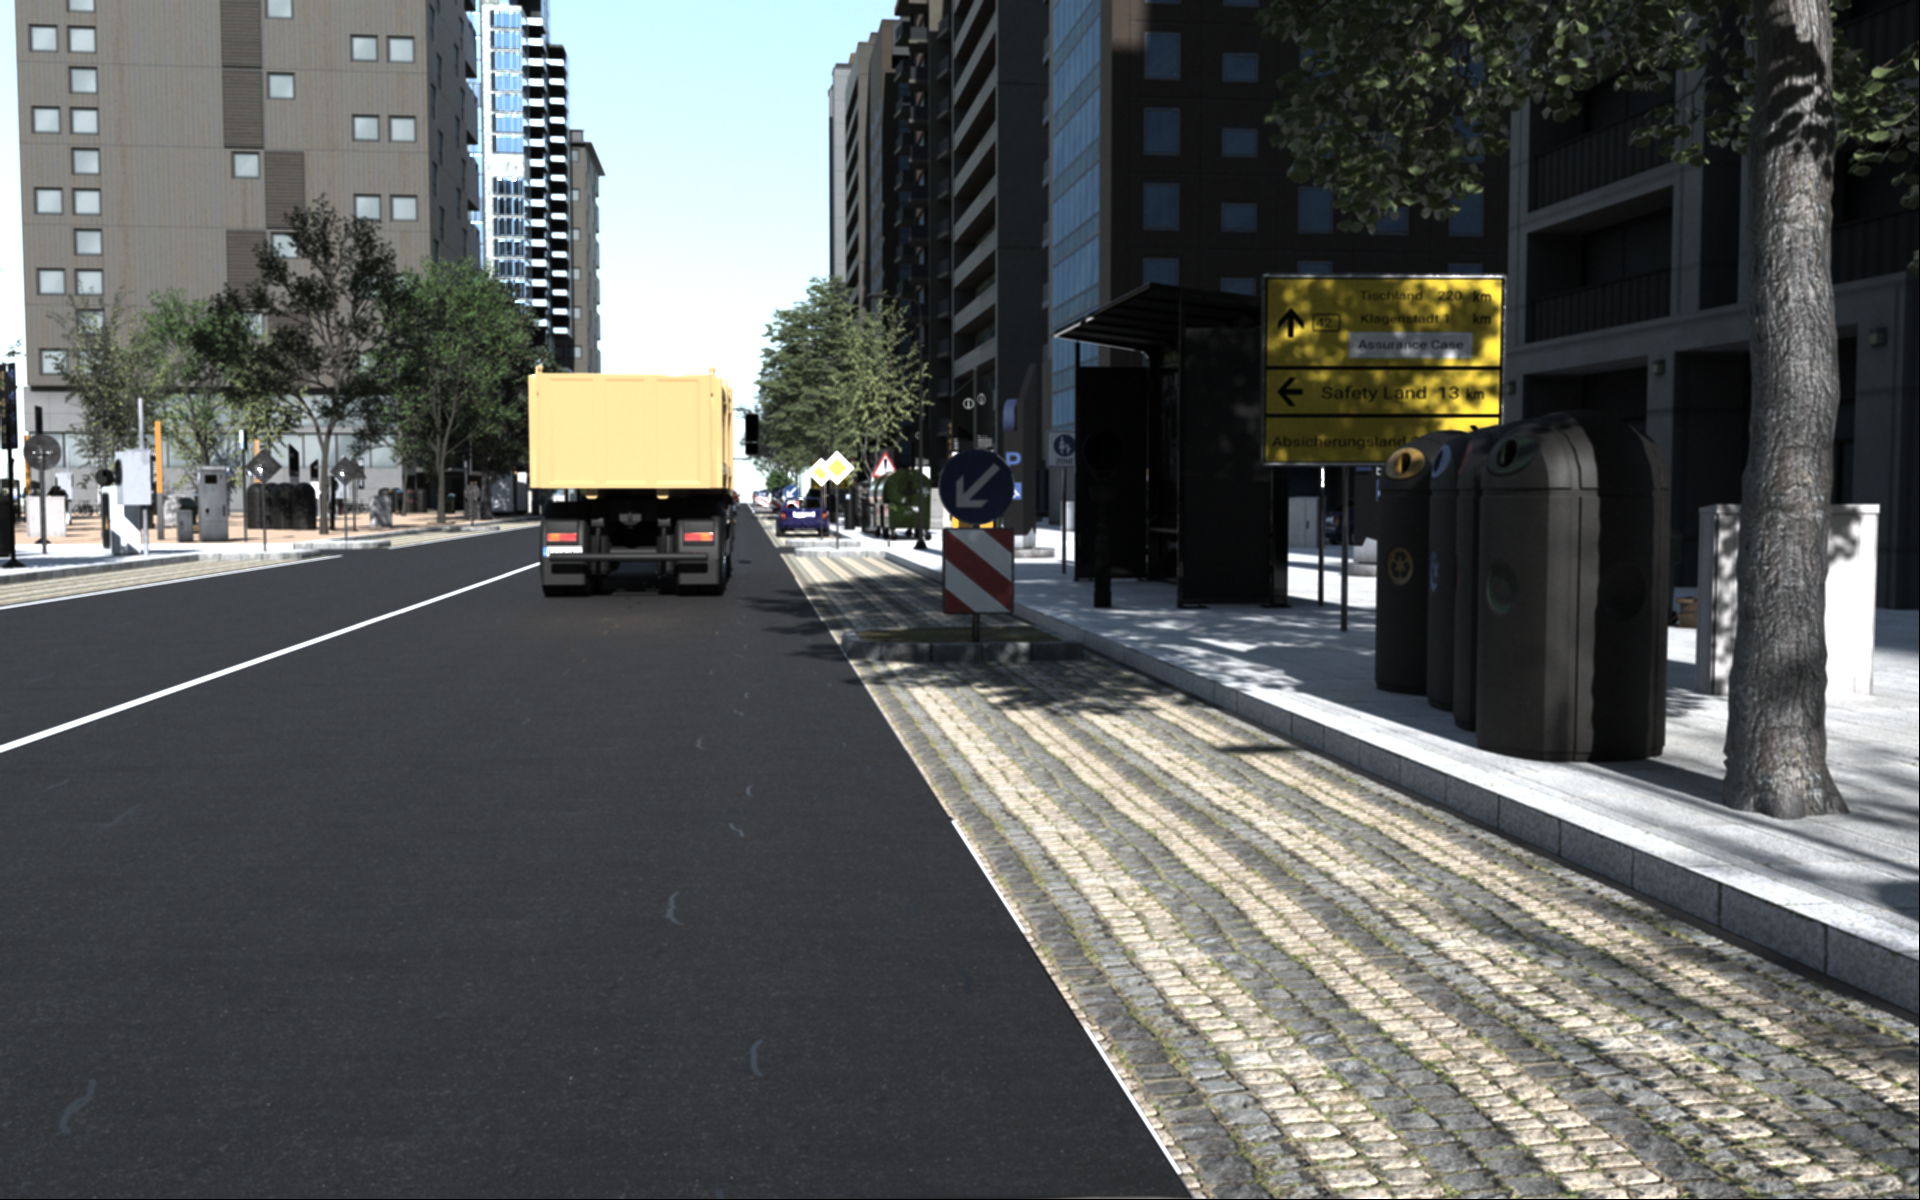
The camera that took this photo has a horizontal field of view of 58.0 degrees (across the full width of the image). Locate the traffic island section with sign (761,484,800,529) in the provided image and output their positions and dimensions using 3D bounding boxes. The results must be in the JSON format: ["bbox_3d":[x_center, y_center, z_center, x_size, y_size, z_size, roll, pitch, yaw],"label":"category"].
[{"bbox_3d":[-7.008,-3.797,70.709,1.989,1.847,2.006,0,4,-7],"label":"traffic island section with sign"}]

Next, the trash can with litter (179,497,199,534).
[{"bbox_3d":[-25.046,-2.760,56.518,1.055,1.170,0.624,3,5,45],"label":"trash can with litter"}]

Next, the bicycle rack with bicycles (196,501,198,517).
[{"bbox_3d":[-42.237,-4.992,94.999,2.852,0.926,2.925,-3,5,-41],"label":"bicycle rack with bicycles"}]

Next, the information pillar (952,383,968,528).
[{"bbox_3d":[0.090,-2.629,34.331,0.504,3.616,0.183,-1,4,-9],"label":"information pillar"}]

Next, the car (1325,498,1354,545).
[{"bbox_3d":[11.411,-1.985,45.034,3.894,1.354,1.945,0,4,-5],"label":"car"}]

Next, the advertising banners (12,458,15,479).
[{"bbox_3d":[-46.374,-5.381,84.167,0.090,3.025,2.074,0,4,-4],"label":"advertising banners"}]

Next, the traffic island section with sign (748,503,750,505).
[{"bbox_3d":[-20.057,-10.121,174.102,1.989,1.847,2.006,0,4,-7],"label":"traffic island section with sign"}]

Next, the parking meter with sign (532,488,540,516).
[{"bbox_3d":[-25.568,-6.607,104.289,0.543,3.016,1.738,-1,4,-12],"label":"parking meter with sign"}]

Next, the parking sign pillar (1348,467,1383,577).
[{"bbox_3d":[6.808,-2.366,27.162,1.447,3.967,1.447,-2,4,-32],"label":"parking sign pillar"}]

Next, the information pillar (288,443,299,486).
[{"bbox_3d":[-30.886,-5.441,80.320,0.183,3.616,0.504,3,4,37],"label":"information pillar"}]

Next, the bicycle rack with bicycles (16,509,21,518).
[{"bbox_3d":[-51.202,-4.835,92.441,2.852,0.926,2.925,-1,4,-16],"label":"bicycle rack with bicycles"}]

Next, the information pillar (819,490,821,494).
[{"bbox_3d":[-9.814,-7.041,119.617,0.304,2.012,0.304,3,5,40],"label":"information pillar"}]

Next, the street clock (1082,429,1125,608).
[{"bbox_3d":[1.615,-0.917,19.556,0.471,2.002,0.358,0,4,1],"label":"street clock"}]

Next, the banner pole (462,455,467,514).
[{"bbox_3d":[-31.918,-7.447,111.779,0.401,3.779,0.863,-2,4,-34],"label":"banner pole"}]

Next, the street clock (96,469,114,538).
[{"bbox_3d":[-25.071,-2.828,50.814,0.471,2.002,0.358,1,4,20],"label":"street clock"}]

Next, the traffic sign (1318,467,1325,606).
[{"bbox_3d":[4.127,-1.078,19.749,0.606,2.300,0.079,0,4,-4],"label":"traffic sign"}]

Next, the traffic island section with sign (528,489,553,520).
[{"bbox_3d":[-22.664,-5.294,95.189,1.989,1.847,2.006,0,4,-7],"label":"traffic island section with sign"}]

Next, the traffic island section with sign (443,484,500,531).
[{"bbox_3d":[-19.287,-3.659,68.445,1.989,1.847,2.006,0,4,-7],"label":"traffic island section with sign"}]

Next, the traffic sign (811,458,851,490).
[{"bbox_3d":[-7.360,-6.402,98.550,2.265,3.308,0.079,0,4,-5],"label":"traffic sign"}]

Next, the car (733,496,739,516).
[{"bbox_3d":[-15.684,-6.302,115.039,2.014,1.417,4.499,0,4,-7],"label":"car"}]

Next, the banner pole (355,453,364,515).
[{"bbox_3d":[-36.625,-7.068,105.580,0.863,3.779,0.401,2,4,26],"label":"banner pole"}]

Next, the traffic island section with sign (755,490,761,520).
[{"bbox_3d":[-10.377,-5.433,97.454,1.989,1.847,2.006,0,4,-7],"label":"traffic island section with sign"}]

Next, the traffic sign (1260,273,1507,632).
[{"bbox_3d":[3.908,-1.358,16.069,2.265,3.308,0.079,0,4,-1],"label":"traffic sign"}]

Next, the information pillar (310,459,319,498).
[{"bbox_3d":[-42.804,-7.557,114.918,0.504,3.616,0.183,-3,5,-39],"label":"information pillar"}]

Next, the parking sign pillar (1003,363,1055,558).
[{"bbox_3d":[1.217,-2.857,35.184,1.447,3.967,1.447,1,4,14],"label":"parking sign pillar"}]

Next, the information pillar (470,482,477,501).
[{"bbox_3d":[-29.692,-6.191,105.711,0.304,2.012,0.304,-3,4,-37],"label":"information pillar"}]

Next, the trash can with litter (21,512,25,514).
[{"bbox_3d":[-61.439,-6.208,112.554,1.678,1.210,2.233,-3,5,-41],"label":"trash can with litter"}]

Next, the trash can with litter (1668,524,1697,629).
[{"bbox_3d":[6.965,-0.335,16.868,0.624,1.170,1.055,-3,5,-41],"label":"trash can with litter"}]

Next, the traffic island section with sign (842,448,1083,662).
[{"bbox_3d":[-0.053,-0.430,15.654,1.989,1.847,2.006,0,4,-7],"label":"traffic island section with sign"}]

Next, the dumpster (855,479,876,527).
[{"bbox_3d":[-3.518,-3.818,68.184,1.264,1.857,1.865,0,4,-7],"label":"dumpster"}]

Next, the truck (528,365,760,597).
[{"bbox_3d":[-4.984,-1.956,27.899,3.469,3.379,9.791,0,4,-6],"label":"truck"}]

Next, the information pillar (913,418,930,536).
[{"bbox_3d":[-1.156,-3.751,52.687,0.504,3.616,0.183,0,4,7],"label":"information pillar"}]

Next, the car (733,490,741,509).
[{"bbox_3d":[-22.938,-9.983,171.888,2.281,1.827,5.304,0,4,-6],"label":"car"}]

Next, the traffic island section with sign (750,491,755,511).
[{"bbox_3d":[-16.681,-8.485,147.358,1.989,1.847,2.006,0,4,-7],"label":"traffic island section with sign"}]

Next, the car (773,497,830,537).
[{"bbox_3d":[-5.342,-2.813,58.572,1.945,1.354,3.894,0,4,-7],"label":"car"}]

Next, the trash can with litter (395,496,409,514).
[{"bbox_3d":[-35.425,-6.021,109.835,0.624,1.170,1.055,0,4,3],"label":"trash can with litter"}]

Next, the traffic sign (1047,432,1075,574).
[{"bbox_3d":[1.674,-1.571,27.812,0.606,2.300,0.079,0,4,-5],"label":"traffic sign"}]

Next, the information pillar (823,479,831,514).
[{"bbox_3d":[-6.433,-4.861,83.974,0.304,2.012,0.304,-1,4,-22],"label":"information pillar"}]

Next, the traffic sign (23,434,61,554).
[{"bbox_3d":[-19.475,-2.242,36.770,0.768,2.556,0.104,0,4,-7],"label":"traffic sign"}]

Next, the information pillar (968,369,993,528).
[{"bbox_3d":[0.429,-2.522,32.587,0.183,3.616,0.504,3,5,42],"label":"information pillar"}]

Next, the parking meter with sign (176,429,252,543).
[{"bbox_3d":[-20.006,-3.061,46.302,1.738,3.016,0.543,-2,4,-34],"label":"parking meter with sign"}]

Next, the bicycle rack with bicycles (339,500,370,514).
[{"bbox_3d":[-39.533,-6.054,112.358,2.852,0.926,2.925,3,5,43],"label":"bicycle rack with bicycles"}]

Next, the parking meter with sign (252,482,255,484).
[{"bbox_3d":[-45.809,-7.085,112.098,0.543,3.016,1.738,-2,4,-23],"label":"parking meter with sign"}]

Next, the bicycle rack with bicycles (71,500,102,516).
[{"bbox_3d":[-51.079,-5.335,100.608,2.852,0.926,2.925,-3,5,-44],"label":"bicycle rack with bicycles"}]

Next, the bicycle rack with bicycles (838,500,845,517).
[{"bbox_3d":[-8.564,-5.842,108.897,2.852,0.926,2.925,-1,4,-18],"label":"bicycle rack with bicycles"}]

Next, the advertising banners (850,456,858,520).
[{"bbox_3d":[-4.651,-5.129,80.053,0.090,3.025,2.074,-2,4,-26],"label":"advertising banners"}]

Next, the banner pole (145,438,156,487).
[{"bbox_3d":[-36.323,-5.372,77.854,0.401,3.779,0.863,3,5,41],"label":"banner pole"}]

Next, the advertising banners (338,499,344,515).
[{"bbox_3d":[-37.364,-6.625,104.505,0.090,3.025,2.074,0,4,-4],"label":"advertising banners"}]
